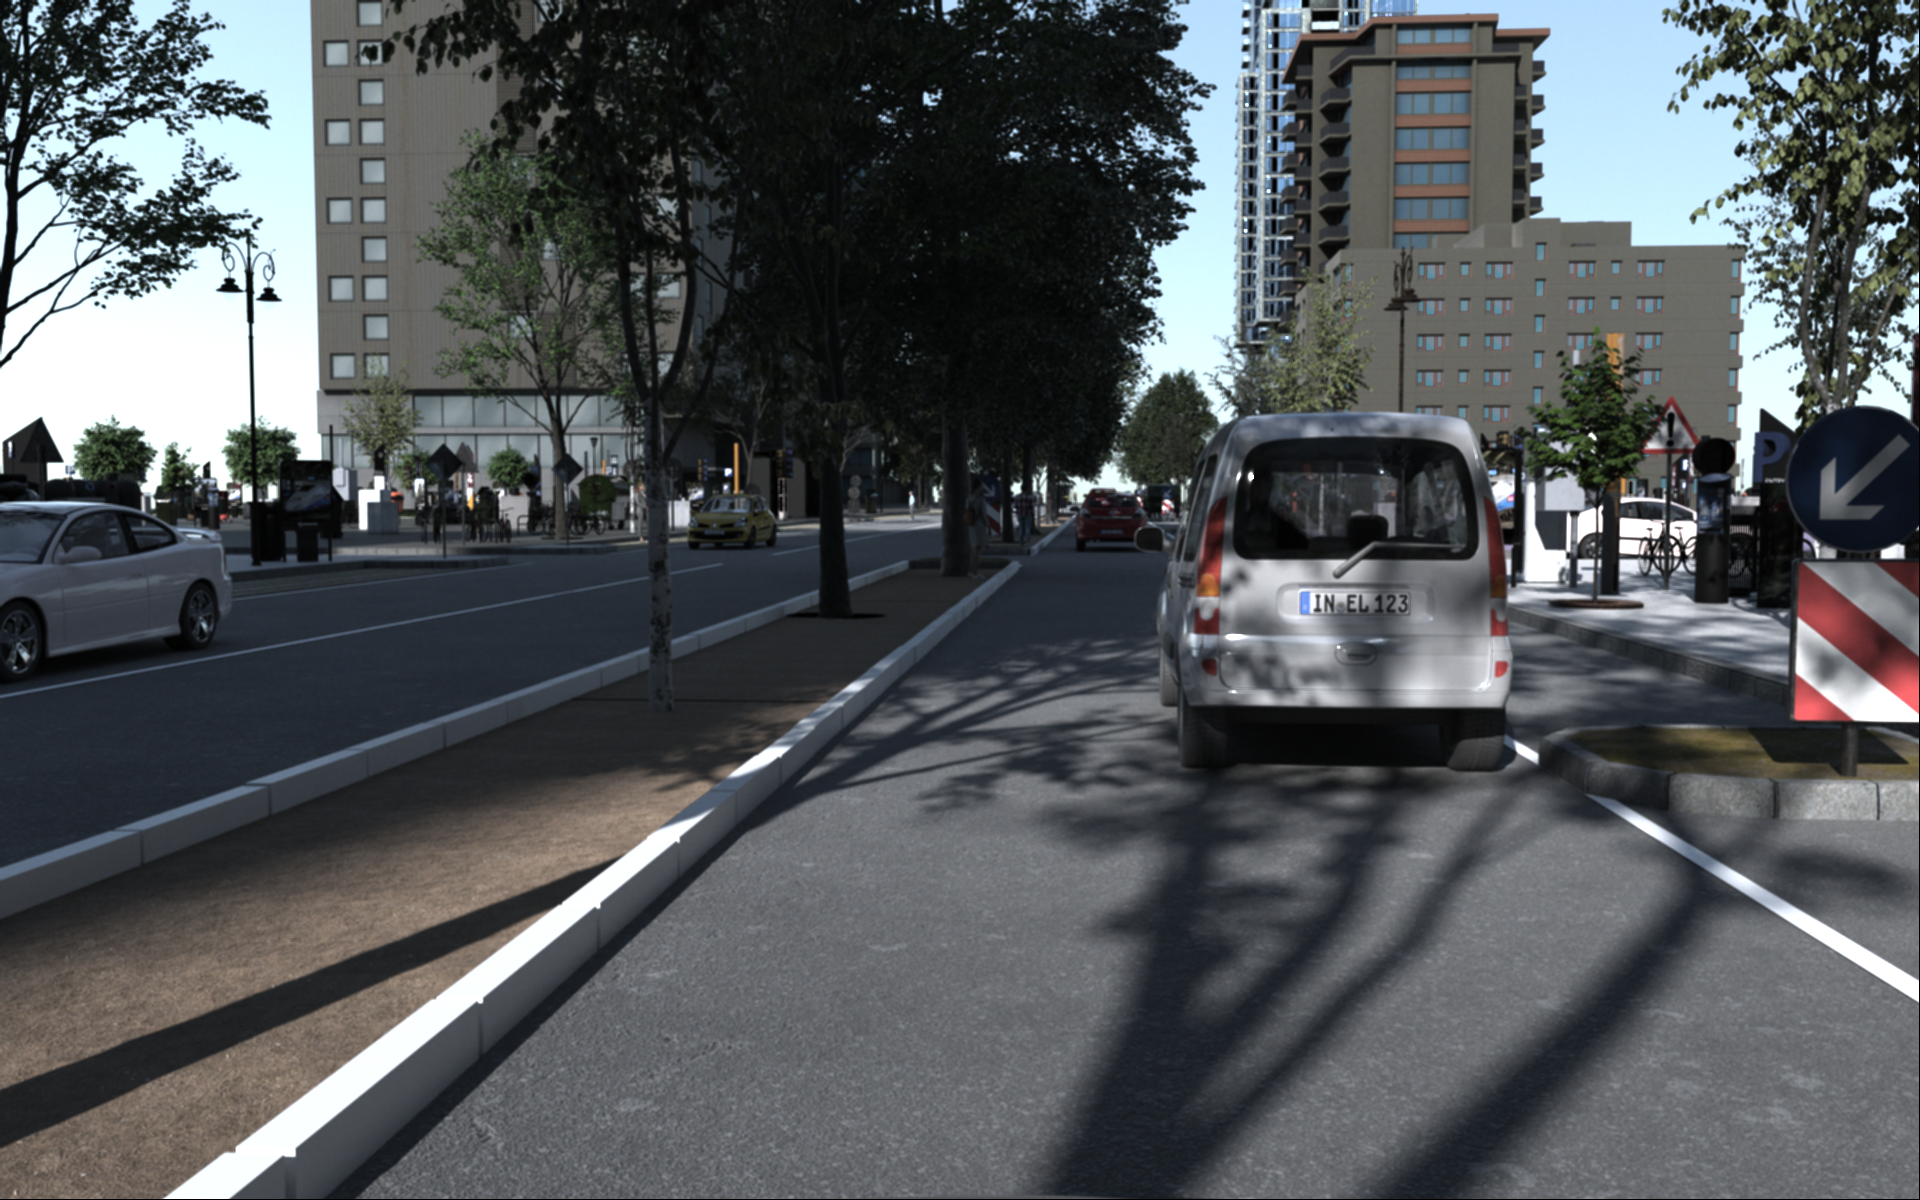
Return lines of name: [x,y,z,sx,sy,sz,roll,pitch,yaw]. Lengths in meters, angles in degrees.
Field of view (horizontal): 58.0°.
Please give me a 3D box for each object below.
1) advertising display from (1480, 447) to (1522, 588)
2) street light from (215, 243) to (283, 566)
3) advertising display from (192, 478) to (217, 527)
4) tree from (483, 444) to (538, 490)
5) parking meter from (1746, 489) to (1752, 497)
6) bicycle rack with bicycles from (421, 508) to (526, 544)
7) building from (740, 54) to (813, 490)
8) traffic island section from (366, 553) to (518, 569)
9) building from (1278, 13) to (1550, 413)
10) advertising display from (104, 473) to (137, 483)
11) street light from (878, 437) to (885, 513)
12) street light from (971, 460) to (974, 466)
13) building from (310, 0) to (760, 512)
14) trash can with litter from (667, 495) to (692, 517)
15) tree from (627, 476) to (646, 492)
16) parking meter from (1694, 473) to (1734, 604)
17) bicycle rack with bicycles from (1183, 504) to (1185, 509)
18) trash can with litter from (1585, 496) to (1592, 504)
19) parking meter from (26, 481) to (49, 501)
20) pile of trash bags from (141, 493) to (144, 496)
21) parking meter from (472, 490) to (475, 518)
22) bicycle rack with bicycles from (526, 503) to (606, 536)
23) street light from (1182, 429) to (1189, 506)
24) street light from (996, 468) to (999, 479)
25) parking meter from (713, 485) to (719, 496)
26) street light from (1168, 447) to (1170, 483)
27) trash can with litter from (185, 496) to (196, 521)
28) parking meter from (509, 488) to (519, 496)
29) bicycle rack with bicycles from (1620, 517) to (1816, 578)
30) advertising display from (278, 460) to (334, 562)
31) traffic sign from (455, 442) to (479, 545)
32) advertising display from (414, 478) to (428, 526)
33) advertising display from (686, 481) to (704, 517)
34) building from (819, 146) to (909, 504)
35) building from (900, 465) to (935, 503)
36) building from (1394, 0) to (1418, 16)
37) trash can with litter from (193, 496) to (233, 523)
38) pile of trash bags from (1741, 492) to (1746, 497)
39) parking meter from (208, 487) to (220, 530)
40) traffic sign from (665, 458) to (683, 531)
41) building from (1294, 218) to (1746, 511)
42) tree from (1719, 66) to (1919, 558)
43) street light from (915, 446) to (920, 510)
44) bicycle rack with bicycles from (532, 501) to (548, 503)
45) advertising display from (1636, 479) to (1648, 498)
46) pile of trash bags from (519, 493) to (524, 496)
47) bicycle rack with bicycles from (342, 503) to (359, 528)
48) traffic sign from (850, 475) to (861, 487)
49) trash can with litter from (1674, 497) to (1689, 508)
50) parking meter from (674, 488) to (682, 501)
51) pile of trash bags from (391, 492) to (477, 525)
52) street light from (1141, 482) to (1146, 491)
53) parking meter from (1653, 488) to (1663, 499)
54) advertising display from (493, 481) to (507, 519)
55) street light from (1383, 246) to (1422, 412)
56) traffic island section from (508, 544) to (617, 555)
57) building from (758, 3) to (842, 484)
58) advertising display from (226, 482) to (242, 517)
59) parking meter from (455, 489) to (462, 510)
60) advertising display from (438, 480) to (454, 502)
advertising display: [7.350,-1.154,24.086,0.123,1.923,0.974,-3,4,-37]
street light: [-12.641,-3.557,30.944,0.468,5.910,1.993,0,4,5]
advertising display: [-29.579,-3.831,67.853,0.123,1.923,0.974,3,4,39]
tree: [-28.966,-7.789,111.061,4.285,4.588,4.351,0,3,0]
parking meter: [40.325,-4.892,88.393,0.372,1.533,0.369,0,3,0]
bicycle rack with bicycles: [-13.139,-1.986,45.856,2.852,0.926,2.925,-1,4,-19]
building: [-21.106,-28.735,153.415,14.154,41.232,14.086,0,4,5]
traffic island section: [-10.290,-0.749,34.521,2.009,0.180,2.903,0,4,5]
building: [41.971,-31.150,163.934,22.147,44.769,28.867,0,4,5]
advertising display: [-25.444,-2.894,52.530,0.123,1.923,0.974,2,4,34]
street light: [-5.410,-8.946,119.057,0.468,5.910,1.993,0,4,5]
street light: [1.457,-14.043,202.386,0.468,5.910,1.993,0,4,5]
building: [-30.750,-33.235,132.638,28.713,52.752,27.495,0,4,5]
trash can with litter: [-15.327,-5.229,96.557,2.233,1.210,1.678,3,5,44]
tree: [-21.007,-7.206,112.415,1.663,3.219,1.824,0,3,0]
parking meter: [8.865,-0.732,20.384,0.372,1.533,0.369,0,3,0]
bicycle rack with bicycles: [15.925,-6.059,112.439,2.852,0.926,2.925,3,5,41]
trash can with litter: [29.147,-4.450,83.809,2.233,1.210,1.678,-1,4,-16]
parking meter: [-17.255,-1.469,32.428,0.372,1.533,0.369,0,3,0]
pile of trash bags: [-44.093,-4.941,90.530,1.912,1.369,3.447,1,4,22]
parking meter: [-26.280,-5.182,93.144,0.372,1.533,0.369,0,3,0]
bicycle rack with bicycles: [-12.331,-2.488,54.063,2.852,0.926,2.925,3,5,45]
street light: [15.595,-9.012,120.126,0.468,5.910,1.993,0,4,5]
street light: [5.422,-16.954,249.992,0.468,5.910,1.993,0,4,5]
parking meter: [-15.880,-6.545,112.716,0.255,1.863,0.399,3,5,41]
street light: [17.432,-10.480,144.139,0.468,5.910,1.993,0,4,5]
trash can with litter: [-37.275,-4.447,84.097,0.624,1.170,1.055,-2,4,-28]
parking meter: [-17.410,-3.626,67.692,0.372,1.533,0.369,0,3,0]
bicycle rack with bicycles: [11.379,-0.822,26.828,2.852,0.926,2.925,0,4,-5]
advertising display: [-12.390,-1.690,32.845,0.974,1.923,0.123,-3,4,-37]
traffic sign: [-12.443,-2.652,43.364,0.884,2.594,0.081,1,4,14]
advertising display: [-21.369,-3.882,68.680,0.123,1.923,0.974,-3,5,-41]
advertising display: [-13.452,-5.063,87.998,0.974,1.923,0.123,-3,4,-37]
building: [-19.370,-37.230,228.310,23.786,49.044,30.456,0,4,5]
building: [-18.984,-25.346,259.447,27.650,21.520,28.899,0,4,5]
building: [46.925,-55.721,223.712,22.319,86.520,31.000,0,4,5]
trash can with litter: [-34.108,-4.154,78.973,1.678,1.210,2.233,2,4,31]
pile of trash bags: [42.794,-5.068,92.616,1.912,1.369,3.447,0,4,-5]
parking meter: [-27.019,-3.321,62.705,0.372,1.533,0.369,0,3,0]
traffic sign: [-10.016,-3.686,60.367,0.768,2.556,0.104,1,4,11]
building: [41.768,-17.780,135.735,27.650,21.520,28.899,0,4,5]
tree: [15.467,-4.901,30.491,4.360,8.622,3.978,0,3,0]
street light: [-3.467,-10.375,142.416,0.468,5.910,1.993,0,4,5]
bicycle rack with bicycles: [-16.170,-3.425,69.381,2.852,0.926,2.925,-1,4,-10]
advertising display: [28.827,-4.159,73.208,0.123,1.923,0.974,0,4,1]
pile of trash bags: [-28.622,-5.933,106.763,3.447,1.369,1.912,-1,4,-22]
bicycle rack with bicycles: [-23.140,-3.164,65.107,2.925,0.926,2.852,-3,4,-39]
traffic sign: [-7.079,-7.185,117.579,0.768,2.556,0.104,0,4,7]
trash can with litter: [38.723,-5.067,93.905,1.678,1.210,2.233,-3,5,-39]
parking meter: [-11.633,-3.844,71.258,0.372,1.533,0.369,0,3,0]
pile of trash bags: [-22.376,-3.868,72.992,3.447,1.369,1.912,-3,5,-42]
street light: [26.280,-17.012,250.927,0.468,5.910,1.993,0,4,5]
parking meter: [27.829,-3.711,69.082,0.372,1.533,0.369,0,3,0]
advertising display: [-23.637,-5.122,88.961,0.974,1.923,0.123,3,4,37]
street light: [8.279,-3.653,32.516,0.468,5.910,1.993,0,4,5]
traffic island section: [-9.636,-1.235,42.479,2.009,0.180,2.903,0,4,5]
building: [-22.533,-44.796,170.669,20.563,71.187,20.611,0,4,5]
advertising display: [-39.876,-5.504,95.200,0.974,1.923,0.123,1,4,20]
parking meter: [-25.994,-4.978,89.802,0.372,1.533,0.369,0,3,0]
advertising display: [-23.598,-4.545,79.528,0.123,1.923,0.974,1,4,22]
